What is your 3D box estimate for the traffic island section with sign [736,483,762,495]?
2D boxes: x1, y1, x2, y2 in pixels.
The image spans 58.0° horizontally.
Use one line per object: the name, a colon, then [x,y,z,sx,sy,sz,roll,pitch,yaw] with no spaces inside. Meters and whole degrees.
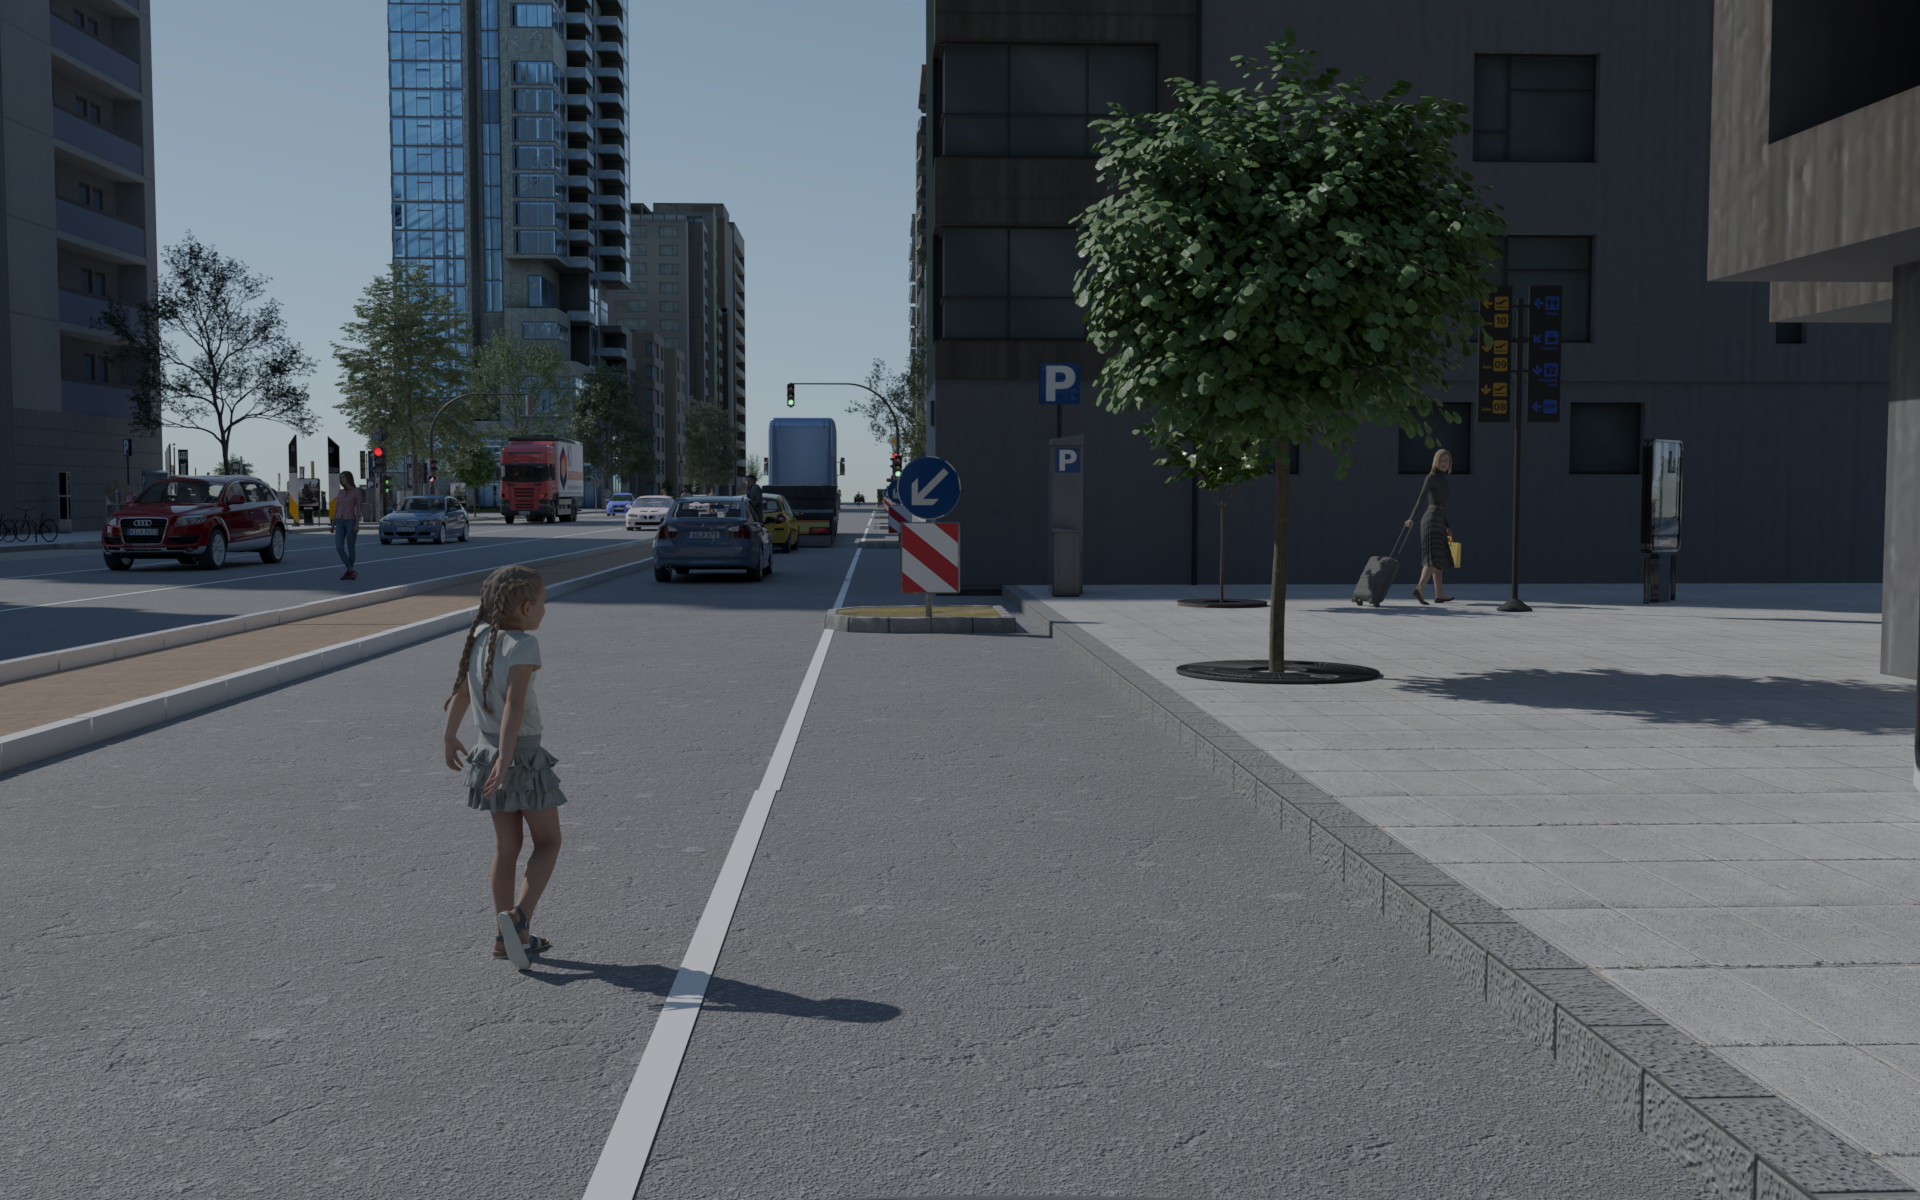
traffic island section with sign: [-9.245,-4.302,78.476,2.006,1.907,1.989,0,4,-3]

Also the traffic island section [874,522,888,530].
traffic island section: [-2.533,-2.988,71.129,2.009,0.180,2.903,0,4,-3]

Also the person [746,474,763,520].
person: [-4.357,-1.721,36.442,0.447,1.846,0.655,-1,4,-20]

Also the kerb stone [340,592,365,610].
kerb stone: [-7.677,0.033,21.649,0.120,0.150,1.000,0,4,-3]

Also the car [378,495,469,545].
car: [-15.596,-2.361,50.613,2.014,1.417,4.499,0,4,-2]

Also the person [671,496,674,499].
person: [-18.263,-5.962,110.225,0.306,1.304,0.590,-3,4,-36]

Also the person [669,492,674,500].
person: [-30.962,-10.948,185.853,0.742,1.727,0.445,1,4,18]

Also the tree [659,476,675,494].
tree: [-30.896,-11.494,182.525,1.663,3.219,1.824,0,3,0]

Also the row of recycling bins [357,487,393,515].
row of recycling bins: [-41.839,-7.113,123.408,3.534,1.692,1.069,2,4,26]

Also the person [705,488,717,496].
person: [-14.417,-5.574,99.997,0.716,1.782,0.532,2,4,25]

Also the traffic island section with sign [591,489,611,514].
traffic island section with sign: [-26.095,-7.289,127.795,1.989,1.847,2.006,0,4,-3]

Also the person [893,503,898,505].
person: [-2.440,-3.516,66.002,0.388,1.821,0.555,-3,4,-38]

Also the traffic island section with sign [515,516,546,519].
traffic island section with sign: [-24.850,-5.615,100.440,1.989,1.847,2.006,0,4,-3]

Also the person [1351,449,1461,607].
person: [5.222,-0.845,20.082,1.509,1.804,0.699,-1,4,-21]

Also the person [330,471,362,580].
person: [-10.265,-1.249,28.937,0.555,1.821,0.388,0,4,4]

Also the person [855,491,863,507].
person: [-11.456,-11.421,195.951,1.217,1.735,0.721,-1,4,-18]

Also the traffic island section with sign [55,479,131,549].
traffic island section with sign: [-22.327,-2.255,45.503,1.989,1.847,2.006,0,4,-3]

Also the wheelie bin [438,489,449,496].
wheelie bin: [-32.683,-6.234,109.834,0.980,1.594,0.693,1,4,22]

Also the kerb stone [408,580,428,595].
kerb stone: [-7.819,-0.154,24.712,0.120,0.150,1.000,0,4,-3]

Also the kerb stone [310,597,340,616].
kerb stone: [-7.634,0.096,20.625,0.120,0.150,1.000,0,4,-3]

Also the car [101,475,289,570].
car: [-15.040,-1.565,34.261,2.281,1.827,5.304,0,4,-2]

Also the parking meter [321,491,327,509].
parking meter: [-46.188,-7.176,125.731,0.372,1.533,0.369,0,3,0]

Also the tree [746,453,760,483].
tree: [-37.215,-21.732,305.682,4.737,8.622,4.395,0,3,0]

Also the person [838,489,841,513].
person: [-9.119,-7.353,128.999,0.573,1.790,0.520,0,4,-4]

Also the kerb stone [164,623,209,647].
kerb stone: [-7.449,0.346,16.532,0.120,0.150,1.000,0,4,-3]

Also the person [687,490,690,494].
person: [-31.837,-12.031,202.841,0.705,1.812,1.348,-3,5,-44]

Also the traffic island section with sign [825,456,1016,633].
traffic island section with sign: [-0.460,-0.620,18.758,1.989,1.847,2.006,0,4,-3]

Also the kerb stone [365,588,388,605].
kerb stone: [-7.726,-0.029,22.670,0.120,0.150,1.000,0,4,-3]

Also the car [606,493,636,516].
car: [-22.112,-6.345,113.330,1.945,1.707,3.694,0,4,-4]

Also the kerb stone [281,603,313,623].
kerb stone: [-7.584,0.165,19.604,0.120,0.150,1.000,0,4,-3]

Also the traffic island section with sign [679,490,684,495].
traffic island section with sign: [-28.363,-10.316,177.296,1.989,1.847,2.006,0,4,-3]

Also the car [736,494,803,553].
car: [-4.967,-2.020,43.258,2.015,1.641,3.980,0,4,-1]

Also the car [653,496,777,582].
car: [-4.170,-1.075,29.584,2.014,1.417,4.499,0,4,-3]

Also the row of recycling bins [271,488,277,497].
row of recycling bins: [-46.580,-6.501,113.402,3.534,1.692,1.069,-1,4,-19]

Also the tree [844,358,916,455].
tree: [-9.257,-23.565,241.176,12.611,20.169,13.585,0,3,0]

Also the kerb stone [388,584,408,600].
kerb stone: [-7.778,-0.090,23.691,0.120,0.150,1.000,0,4,-3]

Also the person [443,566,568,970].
person: [-1.450,0.500,5.335,0.505,1.210,0.382,2,4,33]

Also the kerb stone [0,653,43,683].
kerb stone: [-7.314,0.534,13.467,0.120,0.150,1.000,0,4,-3]

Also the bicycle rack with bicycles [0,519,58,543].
bicycle rack with bicycles: [-25.757,-1.976,45.688,2.925,0.926,2.852,2,4,27]

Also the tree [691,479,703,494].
tree: [-32.660,-13.429,214.164,1.663,3.219,1.824,0,3,0]

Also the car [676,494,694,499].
car: [-24.913,-8.931,158.027,2.014,1.417,4.499,0,4,-1]

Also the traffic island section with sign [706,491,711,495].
traffic island section with sign: [-29.612,-11.963,204.222,1.989,1.847,2.006,0,4,-3]

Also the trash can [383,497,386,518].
trash can: [-28.265,-4.441,84.263,0.748,1.137,0.748,0,3,0]

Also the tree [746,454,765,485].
tree: [-36.998,-22.119,312.011,4.360,8.622,3.978,0,3,0]

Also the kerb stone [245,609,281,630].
kerb stone: [-7.545,0.221,18.582,0.120,0.150,1.000,0,4,-3]

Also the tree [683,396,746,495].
tree: [-32.971,-19.464,224.883,9.857,13.997,8.962,0,3,0]

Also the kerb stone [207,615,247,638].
kerb stone: [-7.500,0.289,17.561,0.120,0.150,1.000,0,4,-3]

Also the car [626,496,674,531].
car: [-12.226,-3.475,69.184,2.083,1.381,4.827,0,4,-4]

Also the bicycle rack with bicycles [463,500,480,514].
bicycle rack with bicycles: [-32.496,-6.017,111.755,2.852,0.926,2.925,1,4,19]

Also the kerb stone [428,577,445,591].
kerb stone: [-7.874,-0.216,25.733,0.120,0.150,1.000,0,4,-3]

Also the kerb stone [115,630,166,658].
kerb stone: [-7.402,0.409,15.510,0.120,0.150,1.000,0,4,-3]

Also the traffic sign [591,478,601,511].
traffic sign: [-28.039,-8.150,133.364,0.768,2.556,0.104,0,4,3]

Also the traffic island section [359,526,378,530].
traffic island section: [-23.453,-2.930,70.178,2.009,0.180,2.903,0,4,-3]

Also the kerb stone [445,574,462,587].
kerb stone: [-7.921,-0.279,26.754,0.120,0.150,1.000,0,4,-3]

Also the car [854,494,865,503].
car: [-16.101,-16.371,277.453,2.009,1.686,4.222,0,4,-2]

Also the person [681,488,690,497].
person: [-15.260,-5.384,96.885,0.716,1.782,0.532,-1,4,-18]

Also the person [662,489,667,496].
person: [-15.453,-4.957,90.551,0.522,1.701,0.512,-2,4,-32]

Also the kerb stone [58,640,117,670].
kerb stone: [-7.354,0.472,14.489,0.120,0.150,1.000,0,4,-3]
